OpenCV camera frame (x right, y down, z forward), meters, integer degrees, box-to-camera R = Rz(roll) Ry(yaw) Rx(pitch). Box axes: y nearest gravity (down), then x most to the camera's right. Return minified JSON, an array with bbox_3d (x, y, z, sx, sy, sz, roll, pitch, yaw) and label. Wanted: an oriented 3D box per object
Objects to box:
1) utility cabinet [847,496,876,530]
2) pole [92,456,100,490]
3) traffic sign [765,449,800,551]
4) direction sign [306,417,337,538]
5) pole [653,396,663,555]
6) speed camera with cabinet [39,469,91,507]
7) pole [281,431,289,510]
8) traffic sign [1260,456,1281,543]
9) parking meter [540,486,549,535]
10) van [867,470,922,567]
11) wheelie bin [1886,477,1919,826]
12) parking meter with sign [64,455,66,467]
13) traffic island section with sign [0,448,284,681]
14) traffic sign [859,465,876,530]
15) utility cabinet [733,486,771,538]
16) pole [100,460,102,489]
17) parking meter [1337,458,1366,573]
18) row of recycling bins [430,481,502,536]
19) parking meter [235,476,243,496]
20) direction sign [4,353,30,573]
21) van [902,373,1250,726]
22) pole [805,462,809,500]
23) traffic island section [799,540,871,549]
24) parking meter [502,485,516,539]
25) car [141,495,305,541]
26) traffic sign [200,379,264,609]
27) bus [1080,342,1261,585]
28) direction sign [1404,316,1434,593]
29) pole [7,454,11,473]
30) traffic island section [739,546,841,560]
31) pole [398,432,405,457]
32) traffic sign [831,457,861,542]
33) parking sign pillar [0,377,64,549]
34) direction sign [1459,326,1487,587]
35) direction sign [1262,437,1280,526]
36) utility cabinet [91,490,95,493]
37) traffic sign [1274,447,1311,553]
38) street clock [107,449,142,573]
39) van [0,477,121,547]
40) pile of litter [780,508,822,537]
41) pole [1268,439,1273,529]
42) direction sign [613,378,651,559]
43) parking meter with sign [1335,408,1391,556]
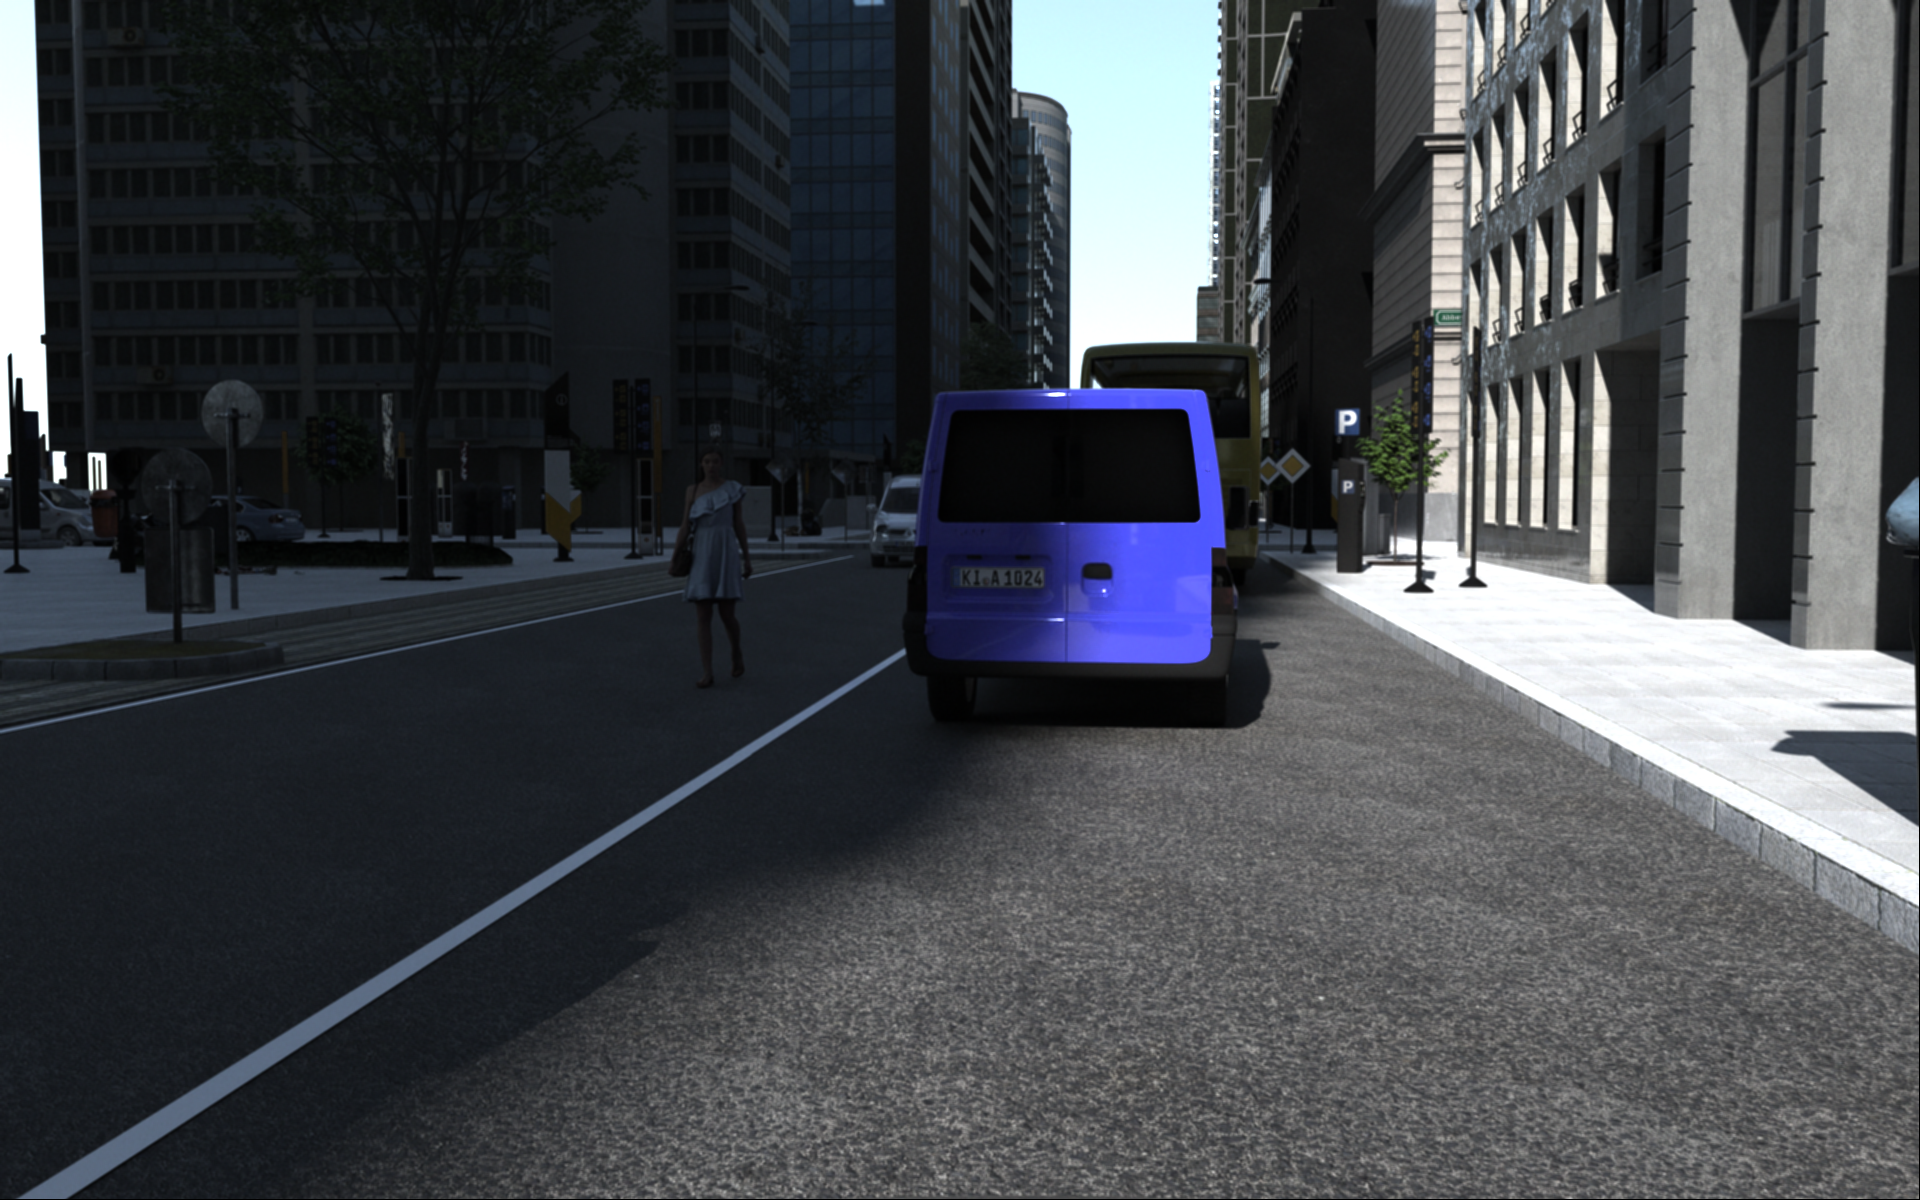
[{"bbox_3d":[-3.556,-3.135,62.414,1.020,1.237,0.306,1,4,17],"label":"utility cabinet"},{"bbox_3d":[-46.714,-6.096,93.507,0.158,3.312,0.155,0,3,0],"label":"pole"},{"bbox_3d":[-3.955,-2.141,38.652,0.795,2.450,0.064,0,4,6],"label":"traffic sign"},{"bbox_3d":[-18.762,-3.608,50.981,0.876,3.537,0.379,-3,5,-40],"label":"direction sign"},{"bbox_3d":[-6.312,-2.590,36.194,0.158,3.312,0.155,0,3,0],"label":"pole"},{"bbox_3d":[-31.674,-4.067,60.839,2.038,3.252,0.660,-2,4,-27],"label":"speed camera with cabinet"},{"bbox_3d":[-21.897,-3.815,56.216,0.158,3.312,0.155,0,3,0],"label":"pole"},{"bbox_3d":[8.055,-2.550,45.329,0.795,2.450,0.064,0,4,6],"label":"traffic sign"},{"bbox_3d":[-13.114,-2.848,54.973,0.372,1.533,0.369,0,3,0],"label":"parking meter"},{"bbox_3d":[-0.825,-1.735,35.382,2.013,2.044,4.112,0,4,4],"label":"van"},{"bbox_3d":[3.921,0.091,6.422,0.980,1.594,0.693,0,4,5],"label":"wheelie bin"},{"bbox_3d":[-38.696,-4.884,76.116,1.738,3.016,0.543,3,5,40],"label":"parking meter with sign"},{"bbox_3d":[-6.721,-0.339,14.168,1.989,1.847,2.006,0,4,6],"label":"traffic island section with sign"},{"bbox_3d":[-3.293,-3.630,61.482,0.606,2.300,0.079,1,4,11],"label":"traffic sign"},{"bbox_3d":[-6.024,-2.551,50.382,1.173,1.500,0.318,0,4,-8],"label":"utility cabinet"},{"bbox_3d":[-51.390,-6.706,103.494,0.158,3.312,0.155,0,3,0],"label":"pole"},{"bbox_3d":[6.362,-1.373,28.163,0.399,1.863,0.255,2,4,34],"label":"parking meter"},{"bbox_3d":[-15.578,-2.858,53.840,3.534,1.692,1.069,2,4,33],"label":"row of recycling bins"},{"bbox_3d":[-22.812,-2.991,54.608,0.255,1.863,0.399,1,4,11],"label":"parking meter"},{"bbox_3d":[-15.412,-2.214,28.197,0.379,3.537,0.876,-2,4,-31],"label":"direction sign"},{"bbox_3d":[0.981,-0.494,12.463,2.240,2.365,5.245,1,4,8],"label":"van"},{"bbox_3d":[-7.949,-5.892,90.178,0.158,3.312,0.155,0,3,0],"label":"pole"},{"bbox_3d":[-3.093,-1.491,46.652,2.009,0.180,2.903,0,4,6],"label":"traffic island section"},{"bbox_3d":[-12.823,-2.495,49.204,0.372,1.533,0.369,0,3,0],"label":"parking meter"},{"bbox_3d":[-18.968,-1.950,43.892,4.499,1.417,2.014,0,4,7],"label":"car"},{"bbox_3d":[-8.088,-1.170,19.235,0.768,2.556,0.104,1,4,10],"label":"traffic sign"},{"bbox_3d":[3.698,-2.359,30.122,2.896,3.916,12.252,0,4,7],"label":"bus"},{"bbox_3d":[6.000,-1.868,22.545,0.379,3.537,0.876,0,4,-2],"label":"direction sign"},{"bbox_3d":[-48.212,-5.755,87.944,0.158,3.312,0.155,0,3,0],"label":"pole"},{"bbox_3d":[-3.980,-1.005,38.717,2.009,0.180,2.903,0,4,6],"label":"traffic island section"},{"bbox_3d":[-18.269,-3.847,56.747,0.158,3.312,0.155,0,3,0],"label":"pole"},{"bbox_3d":[-3.068,-2.627,46.588,0.795,2.450,0.064,0,4,6],"label":"traffic sign"},{"bbox_3d":[-21.950,-3.196,40.734,1.447,3.967,1.447,-2,4,-32],"label":"parking sign pillar"},{"bbox_3d":[7.098,-1.948,23.854,0.379,3.537,0.876,1,4,22],"label":"direction sign"},{"bbox_3d":[12.422,-4.729,69.317,0.876,3.537,0.379,-2,4,-27],"label":"direction sign"},{"bbox_3d":[-42.915,-4.788,86.957,1.173,1.500,0.318,-3,5,-42],"label":"utility cabinet"},{"bbox_3d":[7.167,-2.064,37.393,0.795,2.450,0.064,0,4,6],"label":"traffic sign"},{"bbox_3d":[-13.587,-1.447,28.228,0.471,2.002,0.358,-3,5,-42],"label":"street clock"},{"bbox_3d":[-23.691,-2.300,44.617,4.112,2.044,2.013,0,4,7],"label":"van"},{"bbox_3d":[-4.913,-2.396,53.139,1.176,0.858,1.719,3,5,40],"label":"pile of litter"},{"bbox_3d":[11.439,-4.281,63.841,0.158,3.312,0.155,0,3,0],"label":"pole"},{"bbox_3d":[-6.463,-2.580,34.178,0.876,3.537,0.379,2,4,25],"label":"direction sign"},{"bbox_3d":[8.429,-2.435,36.067,0.543,3.016,1.738,3,4,38],"label":"parking meter with sign"}]
